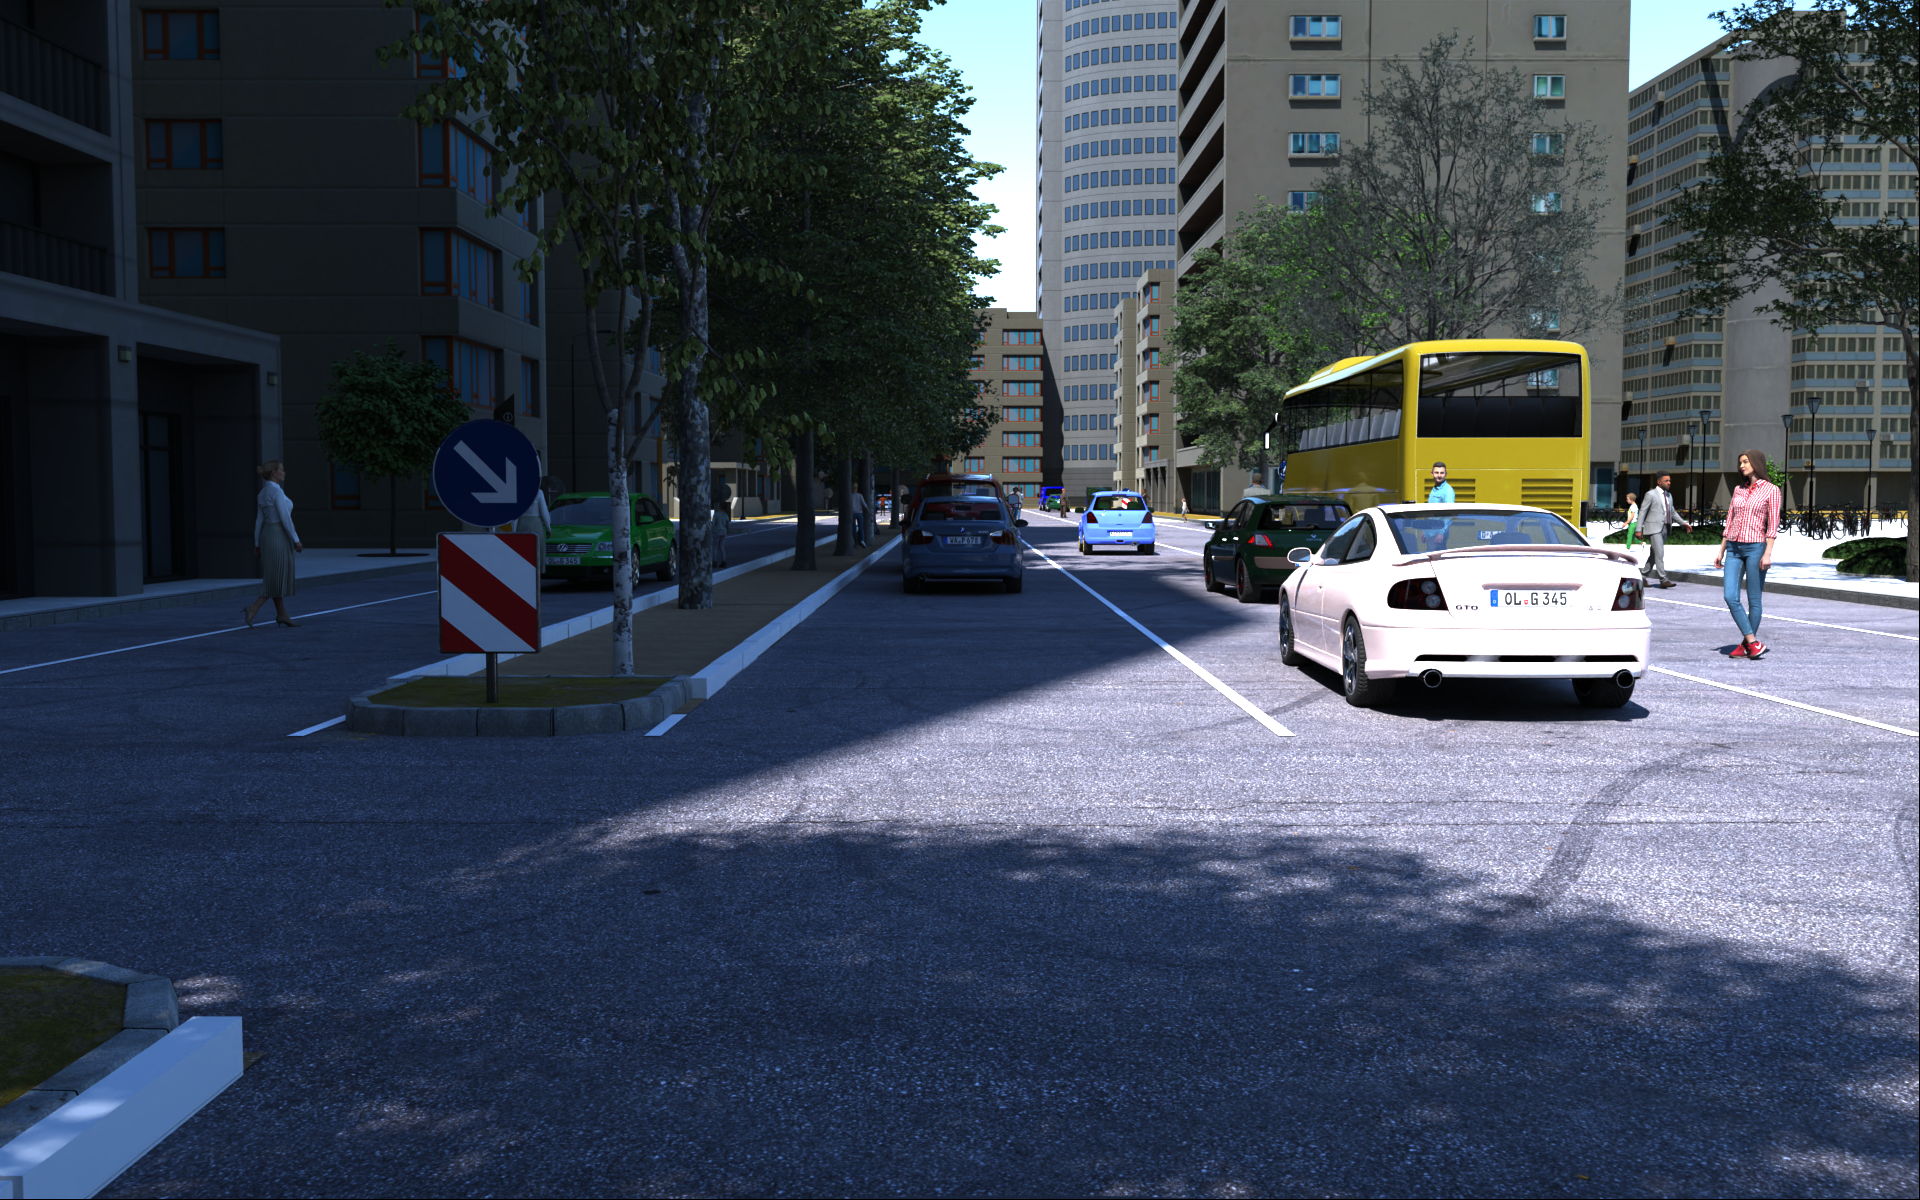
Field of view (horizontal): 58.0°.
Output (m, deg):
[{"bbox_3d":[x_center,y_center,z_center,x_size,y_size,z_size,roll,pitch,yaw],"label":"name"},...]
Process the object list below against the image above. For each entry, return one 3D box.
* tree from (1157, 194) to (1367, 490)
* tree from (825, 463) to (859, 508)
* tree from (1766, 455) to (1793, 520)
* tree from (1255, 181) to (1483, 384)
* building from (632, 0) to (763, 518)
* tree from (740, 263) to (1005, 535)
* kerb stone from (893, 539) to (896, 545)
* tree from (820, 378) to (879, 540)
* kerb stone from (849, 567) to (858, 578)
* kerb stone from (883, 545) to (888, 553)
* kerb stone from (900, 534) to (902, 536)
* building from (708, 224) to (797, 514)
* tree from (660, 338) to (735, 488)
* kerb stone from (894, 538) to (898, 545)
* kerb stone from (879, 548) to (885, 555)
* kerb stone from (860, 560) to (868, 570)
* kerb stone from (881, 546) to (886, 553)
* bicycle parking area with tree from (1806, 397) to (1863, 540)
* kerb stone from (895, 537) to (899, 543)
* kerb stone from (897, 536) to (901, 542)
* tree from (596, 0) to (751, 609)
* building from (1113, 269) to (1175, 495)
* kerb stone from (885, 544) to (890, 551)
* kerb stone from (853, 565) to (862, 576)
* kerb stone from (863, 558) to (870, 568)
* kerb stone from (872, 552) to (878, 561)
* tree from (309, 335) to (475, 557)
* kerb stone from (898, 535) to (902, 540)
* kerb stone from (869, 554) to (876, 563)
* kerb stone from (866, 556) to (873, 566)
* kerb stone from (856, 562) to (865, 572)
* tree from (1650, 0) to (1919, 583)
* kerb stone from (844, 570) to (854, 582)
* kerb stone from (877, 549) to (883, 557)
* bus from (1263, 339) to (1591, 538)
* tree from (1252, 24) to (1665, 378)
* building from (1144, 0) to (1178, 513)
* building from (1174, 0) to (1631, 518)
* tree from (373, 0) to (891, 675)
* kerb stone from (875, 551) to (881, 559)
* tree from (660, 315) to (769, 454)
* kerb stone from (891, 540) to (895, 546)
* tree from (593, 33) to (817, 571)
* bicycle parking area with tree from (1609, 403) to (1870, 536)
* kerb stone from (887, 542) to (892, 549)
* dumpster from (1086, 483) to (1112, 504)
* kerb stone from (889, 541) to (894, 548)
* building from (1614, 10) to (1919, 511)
[{"bbox_3d":[13.312,-10.331,75.568,9.857,13.997,8.962,0,3,0],"label":"tree"},{"bbox_3d":[-10.989,-11.009,163.714,4.285,4.588,4.351,0,3,0],"label":"tree"},{"bbox_3d":[39.783,-5.545,85.260,1.663,3.219,1.824,0,3,0],"label":"tree"},{"bbox_3d":[13.536,-8.088,57.995,9.928,11.665,9.643,0,3,0],"label":"tree"},{"bbox_3d":[-28.223,-24.853,98.221,32.217,40.220,23.993,0,3,0],"label":"building"},{"bbox_3d":[-3.208,-8.636,60.657,9.611,12.733,9.660,0,3,0],"label":"tree"},{"bbox_3d":[-1.847,-1.479,46.381,0.120,0.150,1.000,0,3,0],"label":"kerb stone"},{"bbox_3d":[-2.769,-6.171,53.709,4.360,8.622,3.978,0,3,0],"label":"tree"},{"bbox_3d":[-1.839,-0.412,28.959,0.120,0.150,1.000,0,3,0],"label":"kerb stone"},{"bbox_3d":[-1.844,-1.163,41.242,0.120,0.150,1.000,0,3,0],"label":"kerb stone"},{"bbox_3d":[-1.848,-1.790,51.495,0.120,0.150,1.000,0,3,0],"label":"kerb stone"},{"bbox_3d":[-26.219,-17.135,125.190,27.650,21.520,28.899,0,3,0],"label":"building"},{"bbox_3d":[-11.688,-7.530,73.482,4.360,8.622,3.978,0,3,0],"label":"tree"},{"bbox_3d":[-1.845,-1.542,47.403,0.120,0.150,1.000,0,3,0],"label":"kerb stone"},{"bbox_3d":[-1.842,-1.034,39.193,0.120,0.150,1.000,0,3,0],"label":"kerb stone"},{"bbox_3d":[-1.839,-0.601,32.026,0.120,0.150,1.000,0,3,0],"label":"kerb stone"},{"bbox_3d":[-1.850,-1.102,40.220,0.120,0.150,1.000,0,3,0],"label":"kerb stone"},{"bbox_3d":[27.407,-3.845,49.863,9.016,4.147,8.231,-3,4,-36],"label":"bicycle parking area with tree"},{"bbox_3d":[-1.846,-1.602,48.427,0.120,0.150,1.000,0,3,0],"label":"kerb stone"},{"bbox_3d":[-1.848,-1.667,49.449,0.120,0.150,1.000,0,3,0],"label":"kerb stone"},{"bbox_3d":[-4.510,-9.998,21.821,12.611,20.169,13.585,0,3,0],"label":"tree"},{"bbox_3d":[28.216,-18.497,147.460,27.650,21.520,28.899,0,3,0],"label":"building"},{"bbox_3d":[-1.843,-1.227,42.275,0.120,0.150,1.000,0,3,0],"label":"kerb stone"},{"bbox_3d":[-1.832,-0.475,29.981,0.120,0.150,1.000,0,3,0],"label":"kerb stone"},{"bbox_3d":[-1.843,-0.664,33.051,0.120,0.150,1.000,0,3,0],"label":"kerb stone"},{"bbox_3d":[-1.841,-0.850,36.120,0.120,0.150,1.000,0,3,0],"label":"kerb stone"},{"bbox_3d":[-11.742,-3.185,35.784,4.285,4.588,4.351,0,3,0],"label":"tree"},{"bbox_3d":[-1.854,-1.729,50.471,0.120,0.150,1.000,0,3,0],"label":"kerb stone"},{"bbox_3d":[-1.843,-0.789,35.095,0.120,0.150,1.000,0,3,0],"label":"kerb stone"},{"bbox_3d":[-1.838,-0.725,34.073,0.120,0.150,1.000,0,3,0],"label":"kerb stone"},{"bbox_3d":[-1.840,-0.536,31.004,0.120,0.150,1.000,0,3,0],"label":"kerb stone"},{"bbox_3d":[13.545,-5.529,24.809,7.601,10.594,8.767,-1,4,-9],"label":"tree"},{"bbox_3d":[-1.840,-0.351,27.931,0.120,0.150,1.000,0,3,0],"label":"kerb stone"},{"bbox_3d":[-1.844,-0.977,38.168,0.120,0.150,1.000,0,3,0],"label":"kerb stone"},{"bbox_3d":[7.528,-2.334,29.709,2.896,3.916,12.252,0,4,2],"label":"bus"},{"bbox_3d":[12.860,-8.325,46.489,12.009,13.543,11.850,0,3,0],"label":"tree"},{"bbox_3d":[24.403,-41.767,121.134,20.563,71.187,20.611,0,3,0],"label":"building"},{"bbox_3d":[24.566,-29.178,100.760,21.300,48.544,21.600,0,3,0],"label":"building"},{"bbox_3d":[-2.504,-3.656,12.592,4.737,8.622,4.395,0,3,0],"label":"tree"},{"bbox_3d":[-1.842,-0.908,37.143,0.120,0.150,1.000,0,3,0],"label":"kerb stone"},{"bbox_3d":[-11.721,-8.968,81.041,8.767,10.594,7.601,1,4,17],"label":"tree"},{"bbox_3d":[-1.844,-1.416,45.350,0.120,0.150,1.000,0,3,0],"label":"kerb stone"},{"bbox_3d":[-3.004,-6.841,32.434,7.486,12.596,7.792,0,3,0],"label":"tree"},{"bbox_3d":[27.697,-4.546,61.322,8.231,4.147,9.016,-1,4,-22],"label":"bicycle parking area with tree"},{"bbox_3d":[-1.848,-1.291,43.301,0.120,0.150,1.000,0,3,0],"label":"kerb stone"},{"bbox_3d":[10.544,-7.731,131.346,1.985,2.255,1.502,0,4,0],"label":"dumpster"},{"bbox_3d":[-1.844,-1.354,44.328,0.120,0.150,1.000,0,3,0],"label":"kerb stone"},{"bbox_3d":[68.868,-27.722,145.136,23.993,40.220,32.217,0,3,0],"label":"building"}]
